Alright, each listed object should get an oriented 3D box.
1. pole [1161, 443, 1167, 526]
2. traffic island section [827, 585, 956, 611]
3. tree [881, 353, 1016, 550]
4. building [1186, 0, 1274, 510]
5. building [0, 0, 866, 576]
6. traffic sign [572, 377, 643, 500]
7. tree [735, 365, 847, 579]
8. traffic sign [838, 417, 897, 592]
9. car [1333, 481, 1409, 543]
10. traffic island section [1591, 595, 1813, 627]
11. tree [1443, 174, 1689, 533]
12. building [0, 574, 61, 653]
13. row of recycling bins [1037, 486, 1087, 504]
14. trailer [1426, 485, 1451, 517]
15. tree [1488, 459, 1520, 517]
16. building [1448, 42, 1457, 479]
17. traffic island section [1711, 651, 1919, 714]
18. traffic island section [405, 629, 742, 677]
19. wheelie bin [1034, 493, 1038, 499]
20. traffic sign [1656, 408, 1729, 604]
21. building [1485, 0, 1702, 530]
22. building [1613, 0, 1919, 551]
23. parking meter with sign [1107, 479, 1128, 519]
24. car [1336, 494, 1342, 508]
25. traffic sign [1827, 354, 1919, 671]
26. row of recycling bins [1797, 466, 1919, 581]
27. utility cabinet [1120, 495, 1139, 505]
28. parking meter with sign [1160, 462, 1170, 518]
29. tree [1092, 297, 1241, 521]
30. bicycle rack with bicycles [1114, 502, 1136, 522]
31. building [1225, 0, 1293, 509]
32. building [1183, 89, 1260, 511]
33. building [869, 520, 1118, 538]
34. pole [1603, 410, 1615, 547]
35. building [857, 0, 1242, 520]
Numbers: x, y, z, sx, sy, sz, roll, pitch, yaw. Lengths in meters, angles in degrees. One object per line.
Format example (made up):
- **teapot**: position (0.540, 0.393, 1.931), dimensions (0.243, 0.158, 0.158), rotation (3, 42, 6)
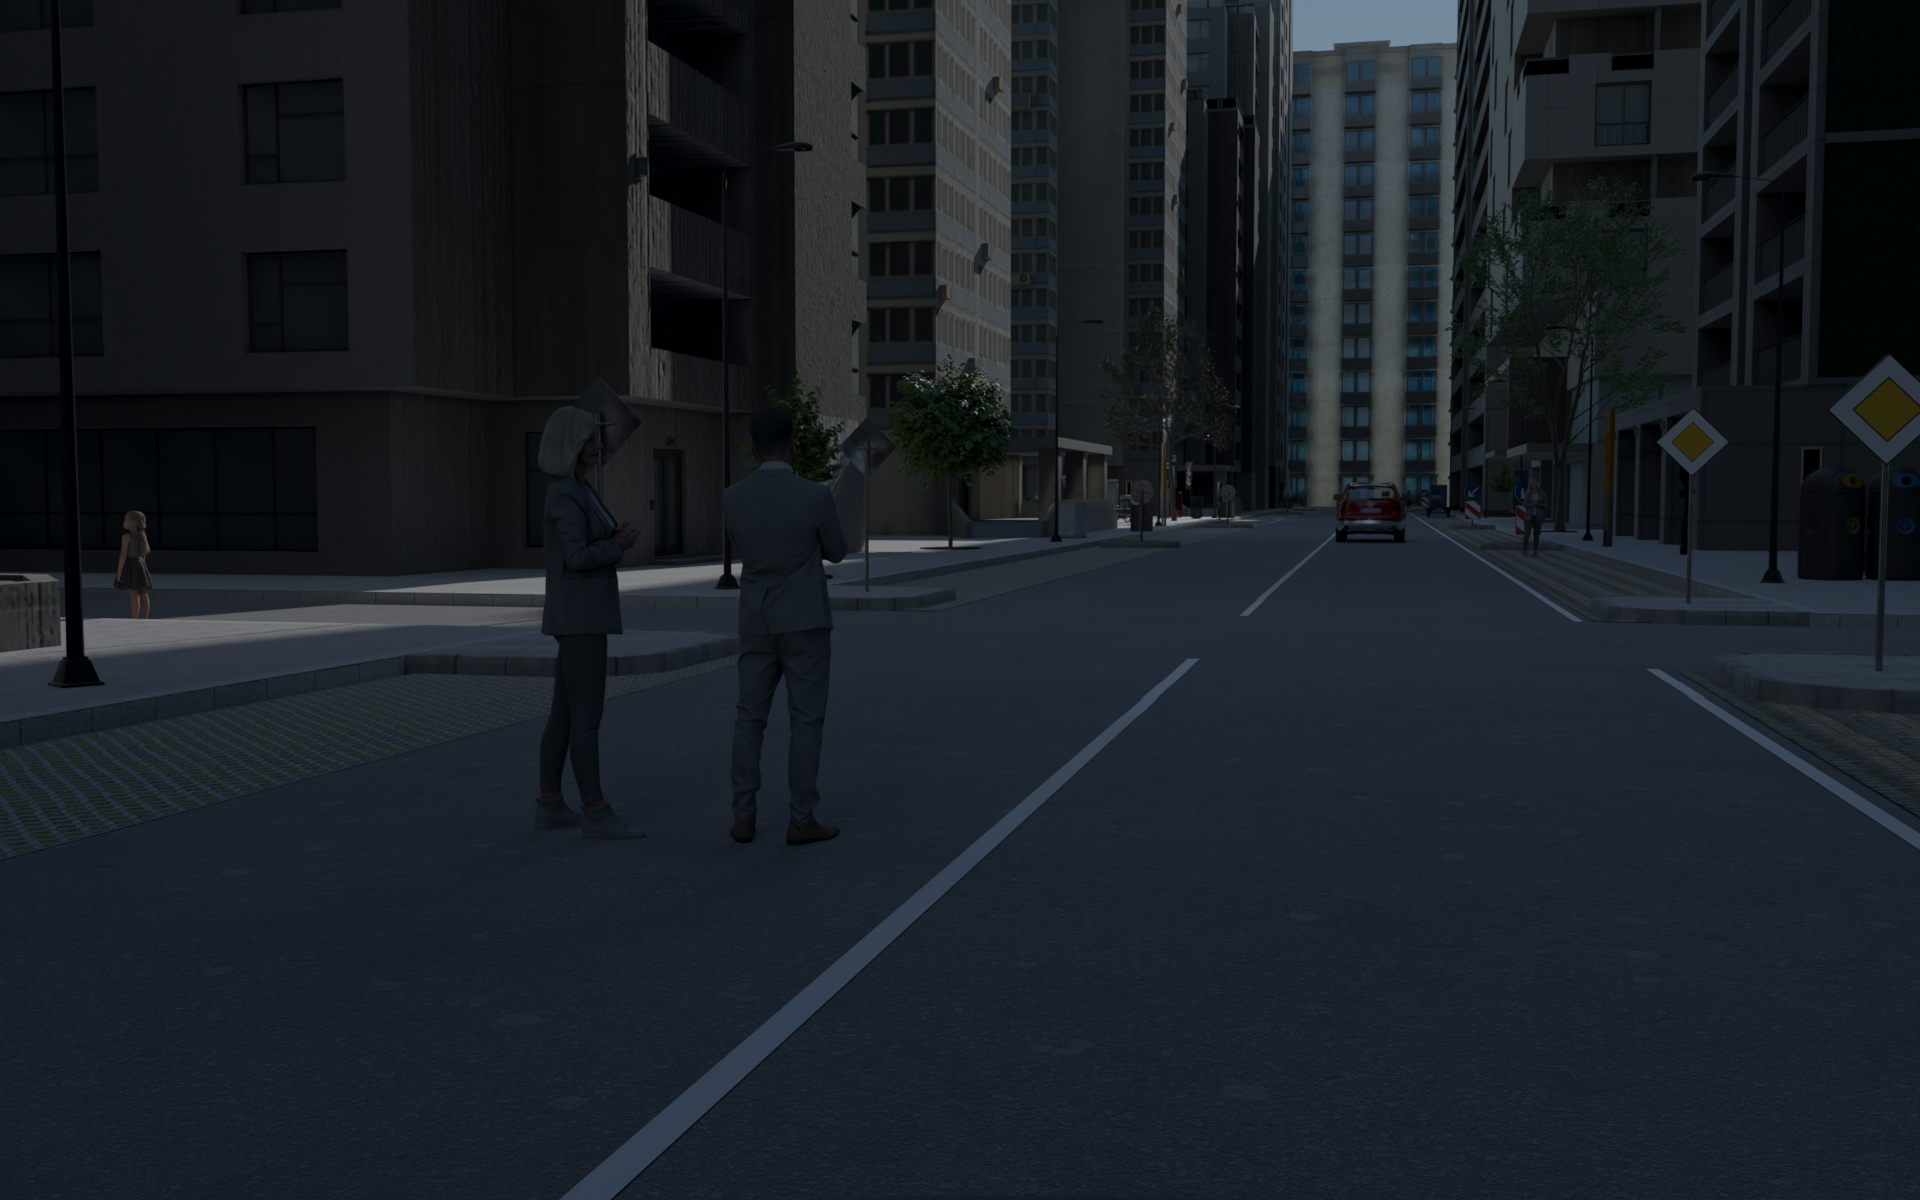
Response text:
- **pole**: position (8.229, -4.647, 69.827), dimensions (0.158, 3.312, 0.155), rotation (0, 3, 0)
- **traffic island section**: position (-1.241, -0.026, 22.703), dimensions (2.009, 0.180, 2.903), rotation (1, 4, 14)
- **tree**: position (-0.221, -3.477, 40.564), dimensions (4.285, 4.588, 4.351), rotation (0, 3, 0)
- **building**: position (17.847, -27.990, 141.235), dimensions (14.154, 41.232, 14.086), rotation (1, 4, 14)
- **building**: position (-10.507, -15.955, 32.571), dimensions (14.160, 30.474, 14.107), rotation (1, 4, 14)
- **traffic sign**: position (-3.098, -0.687, 14.874), dimensions (0.795, 2.450, 0.064), rotation (1, 4, 14)
- **tree**: position (-2.571, -1.932, 26.184), dimensions (1.663, 3.219, 1.824), rotation (0, 3, 0)
- **traffic sign**: position (-1.216, -1.162, 22.635), dimensions (0.795, 2.450, 0.064), rotation (1, 4, 14)
- **car**: position (12.539, -2.704, 52.890), dimensions (2.281, 1.827, 5.304), rotation (1, 4, 14)
- **traffic island section**: position (8.566, 0.119, 20.328), dimensions (2.009, 0.180, 2.903), rotation (1, 4, 14)
- **tree**: position (20.094, -8.074, 57.768), dimensions (9.928, 11.665, 9.643), rotation (0, 3, 0)
- **building**: position (-21.296, -28.459, 7.304), dimensions (28.212, 58.520, 21.231), rotation (1, 4, 14)
- **row of recycling bins**: position (5.465, -4.769, 85.085), dimensions (3.534, 1.692, 1.069), rotation (1, 4, 21)
- **trailer**: position (29.863, -6.180, 108.088), dimensions (1.471, 1.999, 3.904), rotation (1, 4, 15)
- **tree**: position (29.967, -6.165, 95.405), dimensions (1.663, 3.219, 1.824), rotation (0, 3, 0)
- **building**: position (54.113, -30.270, 149.540), dimensions (22.147, 44.769, 28.867), rotation (1, 4, 14)
- **traffic island section**: position (6.684, 0.594, 12.568), dimensions (2.009, 0.180, 2.903), rotation (1, 4, 14)
- **traffic island section**: position (-3.123, 0.449, 14.942), dimensions (2.009, 0.180, 2.903), rotation (1, 4, 14)
- **wheelie bin**: position (3.725, -4.149, 75.749), dimensions (0.980, 1.594, 0.693), rotation (0, 4, 5)
- **traffic sign**: position (8.542, -1.016, 20.257), dimensions (0.795, 2.450, 0.064), rotation (1, 4, 14)
- **building**: position (36.800, -29.510, 71.734), dimensions (28.713, 52.752, 27.495), rotation (1, 4, 14)
- **building**: position (27.755, -36.759, 39.265), dimensions (20.563, 71.187, 20.611), rotation (1, 4, 14)
- **parking meter with sign**: position (7.893, -5.751, 90.288), dimensions (1.738, 3.016, 0.543), rotation (1, 4, 19)
- **car**: position (33.847, -8.703, 151.335), dimensions (2.155, 1.783, 4.494), rotation (1, 4, 14)
- **traffic sign**: position (6.660, -0.541, 12.496), dimensions (0.795, 2.450, 0.064), rotation (1, 4, 14)
- **row of recycling bins**: position (14.401, -1.140, 25.756), dimensions (3.534, 1.692, 1.069), rotation (1, 4, 13)
- **utility cabinet**: position (9.428, -5.215, 96.435), dimensions (1.020, 1.237, 0.306), rotation (2, 4, 27)
- **parking meter with sign**: position (11.002, -5.934, 93.276), dimensions (0.543, 3.016, 1.738), rotation (1, 4, 19)
- **tree**: position (9.891, -9.048, 82.349), dimensions (7.601, 10.594, 8.767), rotation (1, 4, 19)
- **bicycle rack with bicycles**: position (7.123, -4.014, 79.014), dimensions (2.925, 0.926, 2.852), rotation (-3, 4, -36)
- **building**: position (19.964, -44.201, 160.943), dimensions (20.611, 71.187, 20.563), rotation (1, 4, 14)
- **building**: position (14.420, -21.787, 127.915), dimensions (14.160, 30.474, 14.107), rotation (1, 4, 14)
- **building**: position (-11.424, -22.532, 60.274), dimensions (32.217, 40.220, 23.993), rotation (1, 4, 14)
- **pole**: position (15.776, -2.951, 42.093), dimensions (0.158, 3.312, 0.155), rotation (0, 3, 0)
- **building**: position (1.501, -25.645, 111.175), dimensions (32.217, 40.220, 23.993), rotation (1, 4, 14)
